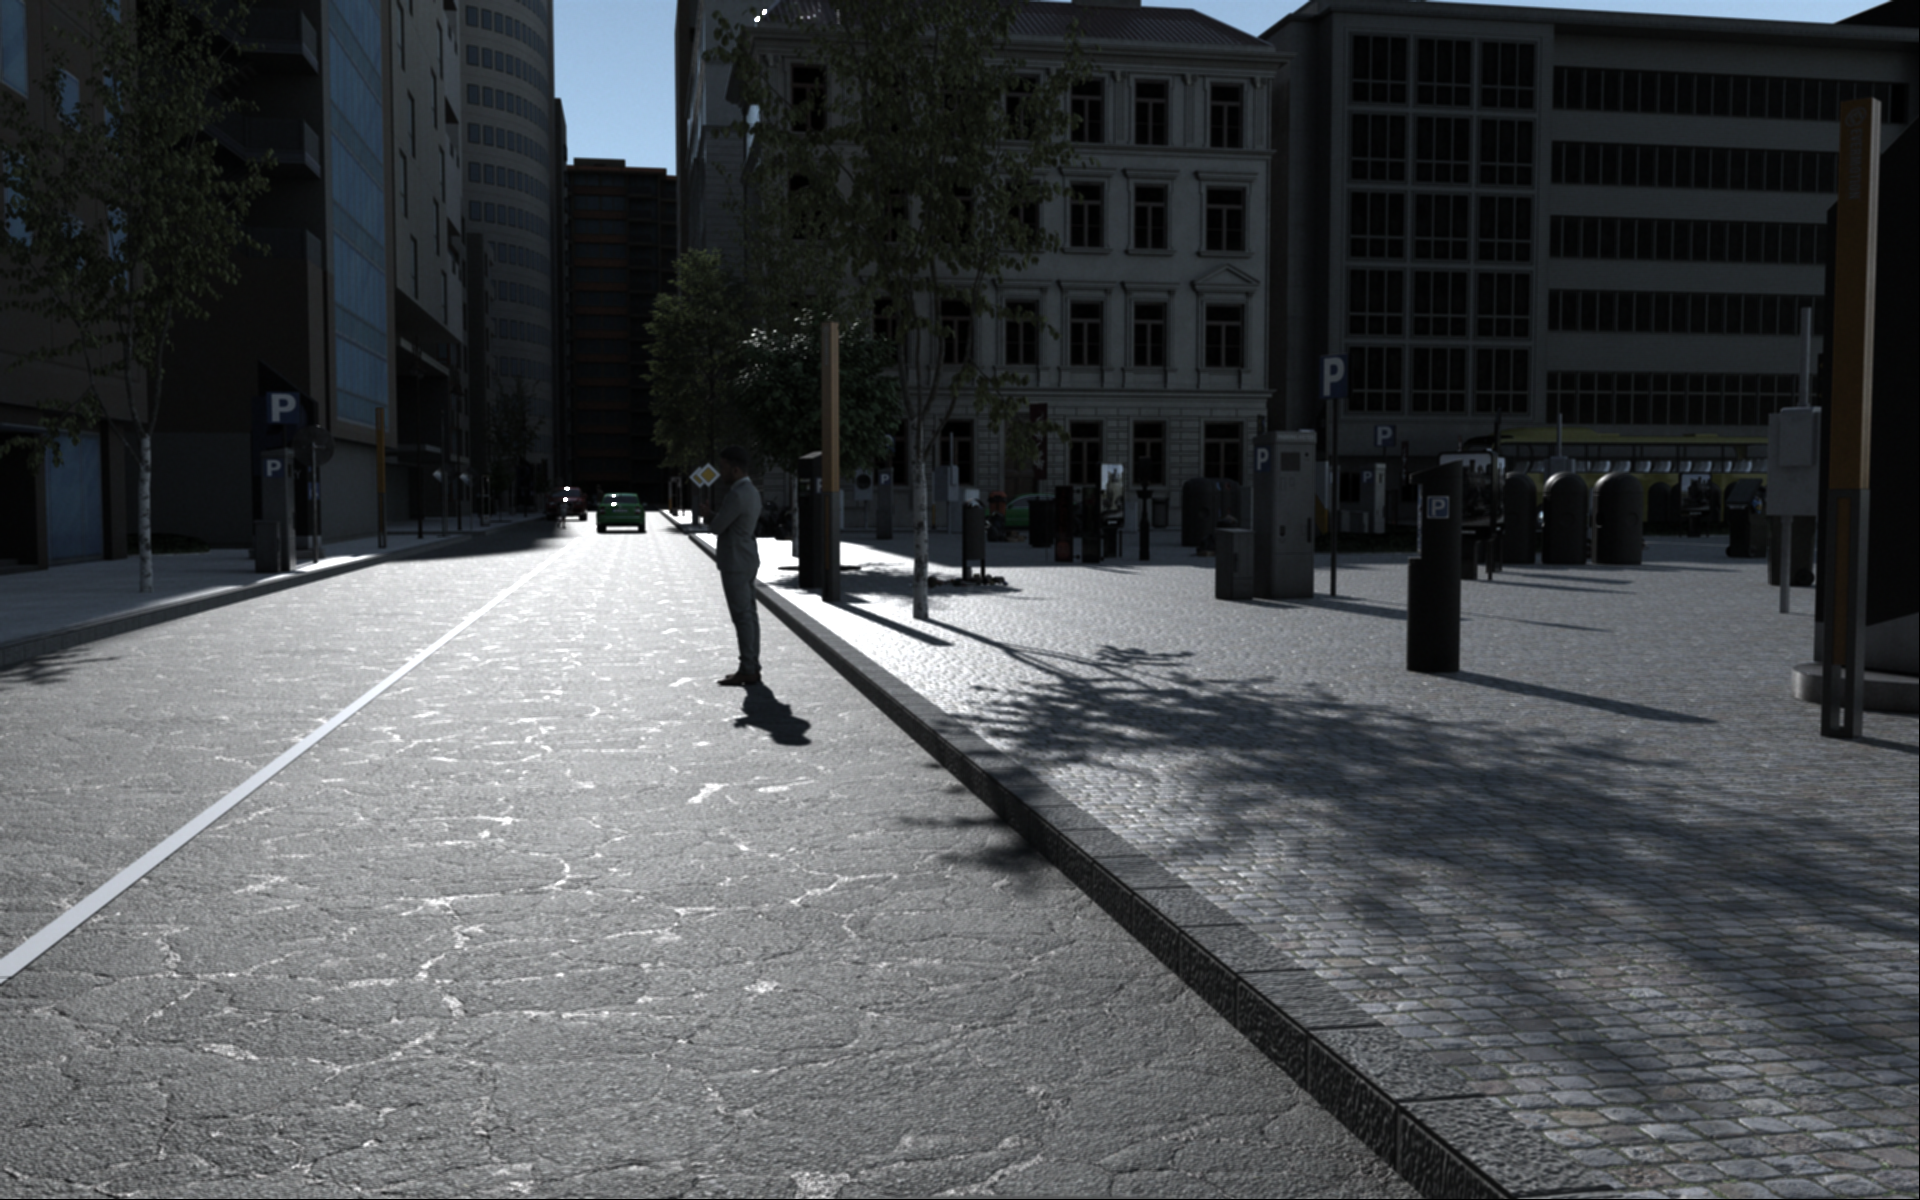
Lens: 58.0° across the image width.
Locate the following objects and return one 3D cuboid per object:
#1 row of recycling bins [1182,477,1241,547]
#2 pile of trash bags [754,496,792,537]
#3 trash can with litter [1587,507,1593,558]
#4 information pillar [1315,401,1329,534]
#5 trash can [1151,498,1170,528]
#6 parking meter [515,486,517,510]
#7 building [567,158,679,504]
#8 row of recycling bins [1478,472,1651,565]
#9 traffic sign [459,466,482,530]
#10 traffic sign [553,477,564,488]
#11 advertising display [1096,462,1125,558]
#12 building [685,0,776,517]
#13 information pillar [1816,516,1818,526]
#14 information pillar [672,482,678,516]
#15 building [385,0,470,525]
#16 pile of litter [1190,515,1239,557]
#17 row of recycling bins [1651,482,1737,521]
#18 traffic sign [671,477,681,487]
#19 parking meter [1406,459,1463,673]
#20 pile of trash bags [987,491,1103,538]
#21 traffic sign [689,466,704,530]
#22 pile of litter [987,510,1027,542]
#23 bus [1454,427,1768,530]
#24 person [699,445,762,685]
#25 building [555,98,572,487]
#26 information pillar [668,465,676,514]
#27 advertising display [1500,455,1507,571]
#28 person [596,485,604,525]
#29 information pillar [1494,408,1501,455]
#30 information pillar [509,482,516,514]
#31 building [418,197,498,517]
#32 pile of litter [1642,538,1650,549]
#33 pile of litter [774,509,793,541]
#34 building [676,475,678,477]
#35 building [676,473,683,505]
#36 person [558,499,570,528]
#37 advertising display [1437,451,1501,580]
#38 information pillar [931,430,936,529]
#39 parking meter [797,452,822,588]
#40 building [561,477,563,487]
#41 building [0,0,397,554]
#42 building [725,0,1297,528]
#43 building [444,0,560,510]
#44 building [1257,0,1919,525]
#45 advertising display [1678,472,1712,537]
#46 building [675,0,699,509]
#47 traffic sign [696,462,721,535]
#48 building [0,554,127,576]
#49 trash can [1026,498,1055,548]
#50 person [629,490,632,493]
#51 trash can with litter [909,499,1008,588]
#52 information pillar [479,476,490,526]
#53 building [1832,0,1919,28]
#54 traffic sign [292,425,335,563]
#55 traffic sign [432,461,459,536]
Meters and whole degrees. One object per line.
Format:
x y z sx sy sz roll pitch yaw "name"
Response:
6.318 -2.237 43.693 1.069 1.692 3.534 1 4 22 "row of recycling bins"
-5.395 -2.658 53.211 3.447 1.369 1.912 -2 4 -31 "pile of trash bags"
12.866 -1.432 34.808 1.055 1.170 0.624 -3 5 -40 "trash can with litter"
9.151 -3.204 43.743 0.183 3.616 0.504 -1 4 -20 "information pillar"
7.549 -3.282 65.315 0.748 1.137 0.748 0 3 0 "trash can"
-32.886 -7.460 127.677 0.255 1.863 0.399 0 4 6 "parking meter"
-47.974 -35.114 228.744 28.867 44.769 22.147 -1 4 -10 "building"
10.740 -1.523 32.019 3.534 1.692 1.069 1 4 14 "row of recycling bins"
-17.263 -3.517 61.147 0.795 2.450 0.064 -1 4 -10 "traffic sign"
-30.115 -7.942 129.960 0.768 2.556 0.104 -1 4 -8 "traffic sign"
3.033 -1.820 34.971 0.123 1.923 0.974 2 4 35 "advertising display"
-10.192 -19.896 102.796 11.434 29.767 29.804 -1 4 -10 "building"
34.876 -4.044 70.618 0.304 2.012 0.304 1 4 12 "information pillar"
-16.670 -5.916 101.226 0.304 2.012 0.304 0 4 3 "information pillar"
-35.586 -29.458 70.876 28.713 52.752 27.495 -1 4 -10 "building"
5.631 -1.339 35.854 1.719 0.858 1.176 0 4 8 "pile of litter"
24.972 -3.153 58.667 1.069 1.692 3.534 -3 5 -39 "row of recycling bins"
-16.850 -6.164 102.915 0.606 2.300 0.079 0 4 -2 "traffic sign"
3.443 -0.254 12.567 0.372 1.533 0.369 0 3 0 "parking meter"
2.523 -2.552 51.476 3.447 1.369 1.912 0 3 0 "pile of trash bags"
-9.399 -3.605 62.578 0.795 2.450 0.064 -1 4 -10 "traffic sign"
1.273 -2.015 46.912 1.176 0.858 1.719 2 4 24 "pile of litter"
24.416 -4.480 64.795 12.252 3.916 2.896 -1 4 -9 "bus"
-1.740 -0.274 13.157 0.466 1.800 0.511 0 4 -6 "person"
-55.308 -34.959 195.285 21.600 48.544 21.300 -1 4 -10 "building"
-18.877 -7.471 113.501 0.504 3.616 0.183 -1 4 -13 "information pillar"
8.786 -1.421 28.442 0.123 1.923 0.974 2 4 30 "advertising display"
-16.507 -4.350 79.528 0.656 1.842 0.836 2 4 29 "person"
14.565 -3.402 46.983 0.183 3.616 0.504 2 4 28 "information pillar"
-28.219 -6.400 109.138 0.304 2.012 0.304 1 4 16 "information pillar"
-44.124 -16.022 106.995 27.650 21.520 28.899 -1 4 -10 "building"
15.441 -1.604 40.190 1.719 0.858 1.176 -2 4 -29 "pile of litter"
-4.486 -2.112 48.497 1.719 0.858 1.176 -3 4 -37 "pile of litter"
-16.916 -34.063 176.544 23.786 49.044 30.456 -1 4 -10 "building"
-23.263 -46.628 200.614 20.563 71.187 20.611 -1 4 -10 "building"
-16.848 -3.678 73.644 0.505 1.210 0.382 -3 4 -38 "person"
7.623 -1.277 26.090 0.123 1.923 0.974 -3 5 -41 "advertising display"
-0.963 -4.411 63.482 0.183 3.616 0.504 0 3 0 "information pillar"
-2.010 -1.097 23.653 0.255 1.863 0.399 2 4 33 "parking meter"
-56.183 -29.313 171.147 32.217 40.220 23.993 -1 4 -10 "building"
-23.381 -24.157 45.075 14.200 45.320 14.600 -1 4 -10 "building"
1.433 -14.323 70.344 21.152 22.565 11.583 -1 4 -10 "building"
-45.471 -36.939 145.947 21.231 58.520 28.212 -1 4 -10 "building"
26.703 -15.768 76.878 30.058 24.678 14.314 -1 4 -10 "building"
21.826 -2.829 51.461 0.974 1.923 0.123 0 4 -5 "advertising display"
-17.982 -30.807 153.797 14.600 45.320 14.200 -1 4 -10 "building"
-7.944 -3.124 54.726 0.795 2.450 0.064 -1 4 -10 "traffic sign"
-21.812 -22.951 25.366 14.600 45.320 14.200 -1 4 -10 "building"
1.963 -1.836 41.672 0.748 1.137 0.748 0 3 0 "trash can"
-29.305 -8.906 154.249 0.705 1.807 1.348 -1 4 -9 "person"
-0.101 -0.828 24.591 1.678 1.210 2.233 2 4 32 "trash can with litter"
-18.977 -3.954 69.146 0.304 2.012 0.304 -3 4 -36 "information pillar"
49.383 -15.338 80.454 15.834 23.373 12.332 -1 4 -10 "building"
-11.992 -1.960 32.151 0.768 2.556 0.104 -1 4 -9 "traffic sign"
-15.809 -3.037 53.295 0.795 2.450 0.064 -1 4 -10 "traffic sign"
